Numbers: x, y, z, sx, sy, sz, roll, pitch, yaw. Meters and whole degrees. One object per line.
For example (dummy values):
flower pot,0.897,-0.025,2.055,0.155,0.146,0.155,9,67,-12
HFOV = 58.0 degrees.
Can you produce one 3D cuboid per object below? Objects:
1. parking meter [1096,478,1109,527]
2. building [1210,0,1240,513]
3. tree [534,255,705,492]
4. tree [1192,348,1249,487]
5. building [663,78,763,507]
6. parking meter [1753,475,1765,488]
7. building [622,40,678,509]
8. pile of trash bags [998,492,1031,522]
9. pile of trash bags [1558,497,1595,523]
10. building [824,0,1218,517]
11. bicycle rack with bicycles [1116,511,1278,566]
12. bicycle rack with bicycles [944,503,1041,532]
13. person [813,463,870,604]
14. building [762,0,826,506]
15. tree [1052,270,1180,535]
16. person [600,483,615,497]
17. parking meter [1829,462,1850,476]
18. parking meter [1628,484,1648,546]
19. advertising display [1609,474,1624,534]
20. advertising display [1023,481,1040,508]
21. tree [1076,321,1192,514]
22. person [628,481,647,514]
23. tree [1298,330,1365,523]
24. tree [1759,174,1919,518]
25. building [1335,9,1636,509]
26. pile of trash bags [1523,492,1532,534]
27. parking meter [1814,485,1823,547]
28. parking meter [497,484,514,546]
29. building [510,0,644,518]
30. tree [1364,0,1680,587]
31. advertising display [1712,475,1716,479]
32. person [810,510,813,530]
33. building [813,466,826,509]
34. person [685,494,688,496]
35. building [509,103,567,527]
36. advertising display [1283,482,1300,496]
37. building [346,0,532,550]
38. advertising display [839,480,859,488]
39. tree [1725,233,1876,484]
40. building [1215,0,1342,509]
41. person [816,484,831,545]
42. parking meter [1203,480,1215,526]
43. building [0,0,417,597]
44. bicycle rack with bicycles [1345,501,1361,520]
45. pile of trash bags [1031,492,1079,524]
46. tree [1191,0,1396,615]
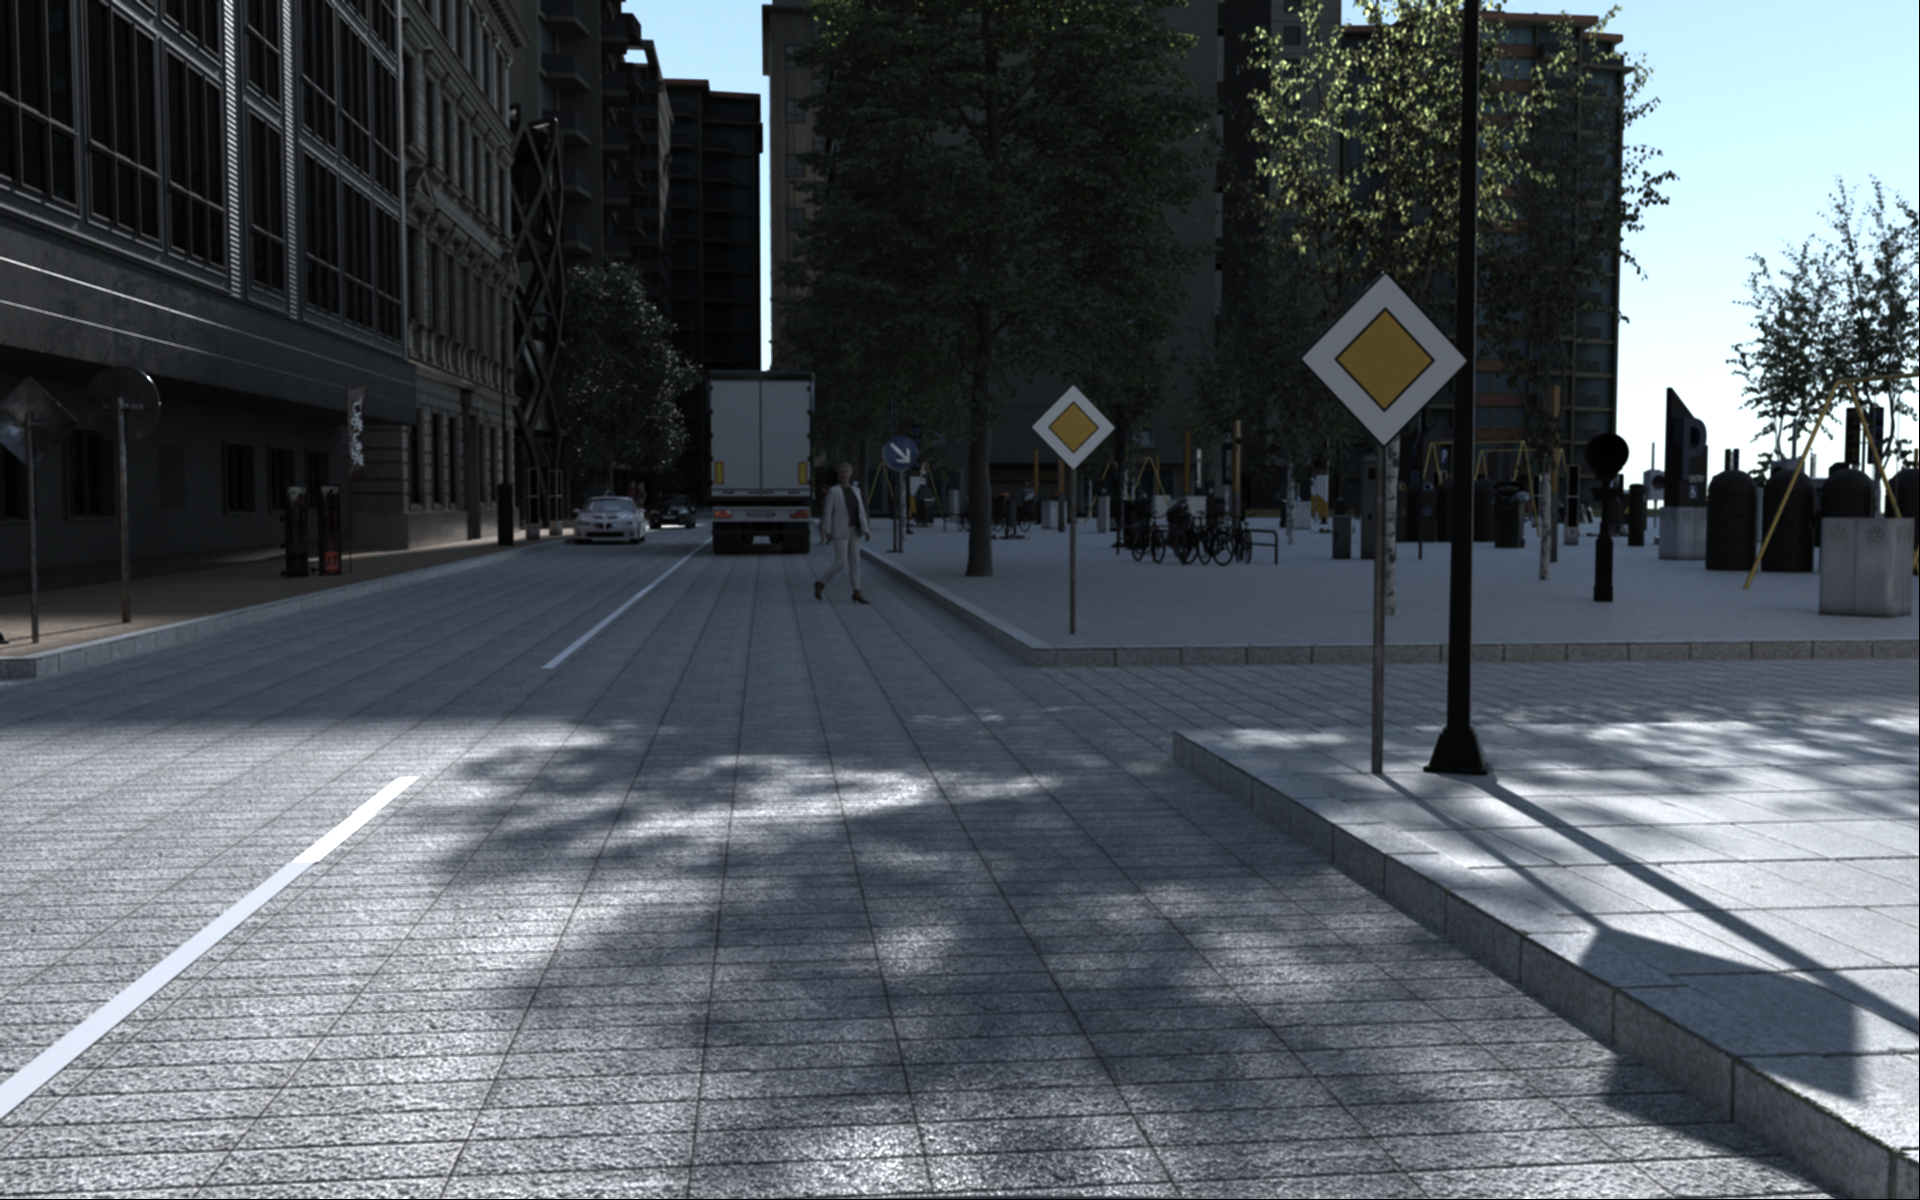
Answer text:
parking meter,5.319,-3.604,64.639,0.399,1.863,0.255,-1,4,-18
building,3.941,-33.097,130.380,28.713,52.752,27.495,0,4,-6
tree,-17.033,-10.189,83.591,9.611,12.733,9.660,0,3,0
tree,12.406,-8.327,86.510,4.737,8.622,4.395,0,3,0
building,-35.206,-32.301,182.743,28.867,44.769,22.147,0,4,-6
parking meter,24.494,-2.909,53.268,0.399,1.863,0.255,0,4,7
building,-36.470,-27.814,146.643,23.993,40.220,32.217,0,4,-6
pile of trash bags,2.905,-4.417,81.969,1.912,1.369,3.447,-3,4,-36
pile of trash bags,26.558,-4.124,77.185,1.912,1.369,3.447,-3,5,-39
building,2.778,-29.443,105.089,21.300,48.544,21.600,0,4,-6
bicycle rack with bicycles,4.638,-1.145,32.097,2.852,0.926,2.925,-1,4,-10
bicycle rack with bicycles,0.716,-2.802,59.192,2.852,0.926,2.925,-2,4,-28
person,-1.549,-0.878,22.734,0.818,1.842,0.514,2,4,31
building,-7.603,-36.698,189.248,27.495,52.752,28.713,0,4,-6
tree,5.108,-6.354,54.244,4.360,8.622,3.978,0,3,0
person,-11.400,-2.877,55.729,0.721,1.800,0.419,1,4,18
parking meter,16.201,-1.606,31.965,0.255,1.863,0.399,0,4,8
parking meter,16.726,-2.104,42.810,0.372,1.533,0.369,0,3,0
advertising display,21.031,-3.078,55.532,0.123,1.923,0.974,0,4,2
advertising display,3.530,-4.925,85.734,0.974,1.923,0.123,3,5,42
tree,6.655,-7.250,68.896,4.737,8.622,4.395,0,3,0
person,-10.056,-2.777,53.885,0.580,1.828,0.573,-1,4,-19
tree,16.092,-7.730,76.748,4.737,8.622,4.395,0,3,0
tree,20.641,-5.427,39.094,4.360,8.622,3.978,0,3,0
building,46.233,-30.908,159.973,28.867,44.769,22.147,0,4,-6
pile of trash bags,16.768,-2.837,56.129,1.912,1.369,3.447,-1,4,-14
parking meter,20.937,-2.056,42.031,0.372,1.533,0.369,0,3,0
parking meter,-11.314,-2.122,43.099,0.372,1.533,0.369,0,3,0
building,-30.320,-27.374,102.193,22.147,44.769,28.867,0,4,-6
tree,8.558,-4.614,25.797,4.360,8.622,3.978,0,3,0
advertising display,26.405,-3.329,59.639,0.974,1.923,0.123,0,4,5
person,-6.239,-3.698,69.151,0.728,1.800,0.709,1,4,14
building,-2.712,-43.778,154.019,20.563,71.187,20.611,0,4,-6
person,-16.764,-5.751,105.748,0.599,1.433,0.991,0,4,-6
building,-23.966,-12.178,66.557,16.820,18.784,16.811,0,4,-6
advertising display,17.557,-5.299,91.849,0.123,1.923,0.974,-3,5,-45
building,-18.412,-11.208,47.871,10.561,19.102,19.286,0,4,-6
advertising display,-5.128,-4.603,80.467,0.974,1.923,0.123,1,4,13
tree,24.117,-6.096,50.037,4.737,8.622,4.395,0,3,0
building,21.441,-44.009,157.798,20.611,71.187,20.563,0,4,-6
person,-3.755,-2.392,48.608,0.522,1.701,0.512,0,4,2
parking meter,10.073,-3.935,70.050,0.399,1.863,0.255,-2,4,-26
building,-17.857,-14.215,25.924,14.314,27.812,24.014,0,4,-6
bicycle rack with bicycles,20.448,-4.507,87.067,2.852,0.926,2.925,-1,4,-11
pile of trash bags,4.255,-4.048,75.943,1.912,1.369,3.447,0,4,4
tree,4.562,-4.165,18.463,4.360,8.622,3.978,0,3,0
